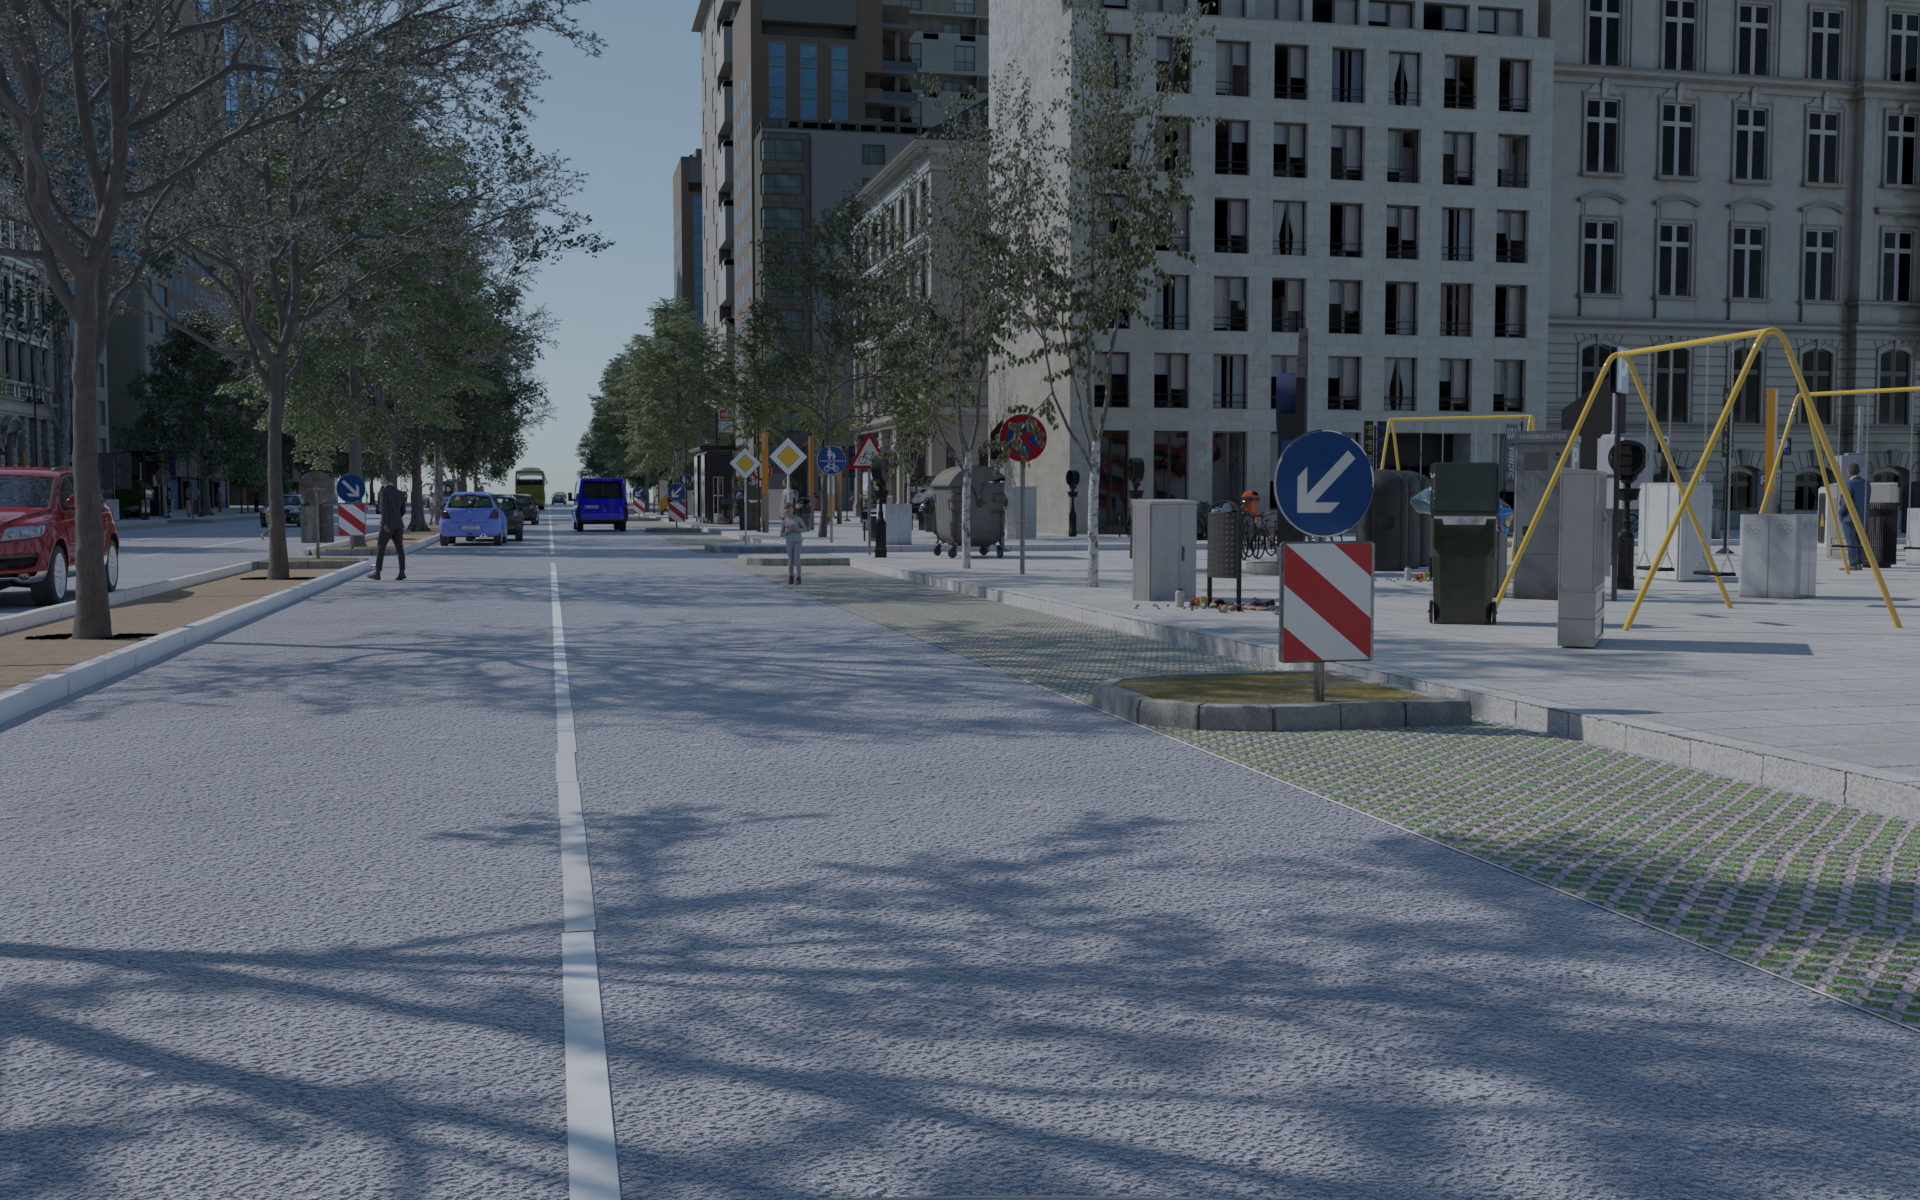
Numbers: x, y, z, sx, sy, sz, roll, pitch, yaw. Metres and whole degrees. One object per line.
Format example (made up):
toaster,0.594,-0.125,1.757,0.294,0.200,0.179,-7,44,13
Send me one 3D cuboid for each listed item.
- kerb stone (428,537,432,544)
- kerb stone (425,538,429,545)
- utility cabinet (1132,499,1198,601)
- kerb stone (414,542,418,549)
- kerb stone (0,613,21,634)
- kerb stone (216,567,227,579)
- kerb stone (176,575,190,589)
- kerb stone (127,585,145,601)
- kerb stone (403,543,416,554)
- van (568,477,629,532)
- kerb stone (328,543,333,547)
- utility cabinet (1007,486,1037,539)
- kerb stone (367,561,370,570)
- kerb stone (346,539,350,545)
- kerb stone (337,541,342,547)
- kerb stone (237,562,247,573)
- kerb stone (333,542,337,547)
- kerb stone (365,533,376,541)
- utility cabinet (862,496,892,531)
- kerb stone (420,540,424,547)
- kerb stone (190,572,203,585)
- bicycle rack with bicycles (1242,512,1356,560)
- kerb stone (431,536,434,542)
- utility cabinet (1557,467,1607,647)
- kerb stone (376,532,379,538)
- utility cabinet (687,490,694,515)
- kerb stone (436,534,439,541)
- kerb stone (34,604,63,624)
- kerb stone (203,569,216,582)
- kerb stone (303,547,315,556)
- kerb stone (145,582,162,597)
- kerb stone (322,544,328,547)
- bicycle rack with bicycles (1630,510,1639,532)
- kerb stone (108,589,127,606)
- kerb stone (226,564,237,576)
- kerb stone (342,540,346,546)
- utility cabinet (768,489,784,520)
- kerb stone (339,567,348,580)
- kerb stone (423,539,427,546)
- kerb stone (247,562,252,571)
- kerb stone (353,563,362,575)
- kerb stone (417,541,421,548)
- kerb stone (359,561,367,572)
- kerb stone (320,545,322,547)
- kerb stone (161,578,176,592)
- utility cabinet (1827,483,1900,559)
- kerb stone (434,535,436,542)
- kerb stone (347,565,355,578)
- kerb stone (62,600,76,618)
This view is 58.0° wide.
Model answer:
kerb stone,-15.201,-1.657,49.291,0.120,0.150,1.000,-1,4,-13
kerb stone,-14.963,-1.596,48.295,0.120,0.150,1.000,-1,4,-13
utility cabinet,2.508,-0.611,21.155,0.306,1.237,1.020,3,5,40
kerb stone,-14.022,-1.351,44.306,0.120,0.150,1.000,-1,4,-13
kerb stone,-10.003,0.239,18.344,0.120,0.150,1.000,-1,4,-13
kerb stone,-12.611,-0.436,29.321,0.120,0.150,1.000,-1,4,-13
kerb stone,-11.907,-0.250,26.321,0.120,0.150,1.000,-1,4,-13
kerb stone,-11.192,-0.068,23.332,0.120,0.150,1.000,-1,4,-13
kerb stone,-13.777,-1.288,43.313,0.120,0.150,1.000,-1,4,-13
van,-14.171,-3.887,67.939,2.240,2.365,5.245,-1,4,-15
kerb stone,-16.057,-1.321,43.800,0.120,0.150,1.000,-1,4,-13
utility cabinet,1.756,-2.487,49.337,0.318,1.500,1.173,2,4,32
kerb stone,-11.279,-0.647,32.797,0.120,0.150,1.000,-1,4,-13
kerb stone,-17.009,-1.561,47.792,0.120,0.150,1.000,-1,4,-13
kerb stone,-16.531,-1.439,45.795,0.120,0.150,1.000,-1,4,-13
kerb stone,-13.092,-0.558,31.313,0.120,0.150,1.000,-1,4,-13
kerb stone,-16.300,-1.382,44.799,0.120,0.150,1.000,-1,4,-13
kerb stone,-18.655,-1.992,54.762,0.120,0.150,1.000,-1,4,-13
utility cabinet,-2.899,-3.033,60.746,1.020,1.237,0.306,0,4,8
kerb stone,-14.489,-1.474,46.296,0.120,0.150,1.000,-1,4,-13
kerb stone,-12.142,-0.313,27.316,0.120,0.150,1.000,-1,4,-13
bicycle rack with bicycles,6.418,-1.276,34.242,2.852,0.926,2.925,3,5,43
kerb stone,-15.439,-1.718,50.289,0.120,0.150,1.000,-1,4,-13
utility cabinet,5.346,-0.376,14.827,0.318,1.500,1.173,2,4,24
kerb stone,-18.901,-2.053,55.767,0.120,0.150,1.000,-1,4,-13
utility cabinet,-16.375,-5.894,105.051,0.318,1.500,1.173,0,4,-1
kerb stone,-15.909,-1.837,52.287,0.120,0.150,1.000,-1,4,-13
kerb stone,-10.246,0.175,19.337,0.120,0.150,1.000,-1,4,-13
kerb stone,-12.375,-0.370,28.322,0.120,0.150,1.000,-1,4,-13
kerb stone,-15.348,-1.136,40.818,0.120,0.150,1.000,-1,4,-13
kerb stone,-11.425,-0.128,24.330,0.120,0.150,1.000,-1,4,-13
kerb stone,-15.822,-1.255,42.806,0.120,0.150,1.000,-1,4,-13
bicycle rack with bicycles,23.275,-2.655,56.791,2.925,0.926,2.852,1,4,22
kerb stone,-10.955,-0.008,22.329,0.120,0.150,1.000,-1,4,-13
kerb stone,-12.853,-0.495,30.318,0.120,0.150,1.000,-1,4,-13
kerb stone,-16.772,-1.505,46.797,0.120,0.150,1.000,-1,4,-13
utility cabinet,-8.883,-4.553,83.113,1.173,1.500,0.318,2,4,27
kerb stone,-10.342,-0.405,28.816,0.120,0.150,1.000,-1,4,-13
kerb stone,-14.722,-1.534,47.291,0.120,0.150,1.000,-1,4,-13
kerb stone,-13.329,-0.618,32.316,0.120,0.150,1.000,-1,4,-13
kerb stone,-10.807,-0.527,30.807,0.120,0.150,1.000,-1,4,-13
kerb stone,-14.252,-1.413,45.301,0.120,0.150,1.000,-1,4,-13
kerb stone,-11.049,-0.586,31.800,0.120,0.150,1.000,-1,4,-13
kerb stone,-15.581,-1.197,41.813,0.120,0.150,1.000,-1,4,-13
kerb stone,-11.666,-0.186,25.323,0.120,0.150,1.000,-1,4,-13
utility cabinet,17.606,-1.538,33.822,0.318,1.500,1.173,-3,4,-39
kerb stone,-15.686,-1.778,51.285,0.120,0.150,1.000,-1,4,-13
kerb stone,-10.576,-0.466,29.811,0.120,0.150,1.000,-1,4,-13
kerb stone,-10.474,0.114,20.339,0.120,0.150,1.000,-1,4,-13
